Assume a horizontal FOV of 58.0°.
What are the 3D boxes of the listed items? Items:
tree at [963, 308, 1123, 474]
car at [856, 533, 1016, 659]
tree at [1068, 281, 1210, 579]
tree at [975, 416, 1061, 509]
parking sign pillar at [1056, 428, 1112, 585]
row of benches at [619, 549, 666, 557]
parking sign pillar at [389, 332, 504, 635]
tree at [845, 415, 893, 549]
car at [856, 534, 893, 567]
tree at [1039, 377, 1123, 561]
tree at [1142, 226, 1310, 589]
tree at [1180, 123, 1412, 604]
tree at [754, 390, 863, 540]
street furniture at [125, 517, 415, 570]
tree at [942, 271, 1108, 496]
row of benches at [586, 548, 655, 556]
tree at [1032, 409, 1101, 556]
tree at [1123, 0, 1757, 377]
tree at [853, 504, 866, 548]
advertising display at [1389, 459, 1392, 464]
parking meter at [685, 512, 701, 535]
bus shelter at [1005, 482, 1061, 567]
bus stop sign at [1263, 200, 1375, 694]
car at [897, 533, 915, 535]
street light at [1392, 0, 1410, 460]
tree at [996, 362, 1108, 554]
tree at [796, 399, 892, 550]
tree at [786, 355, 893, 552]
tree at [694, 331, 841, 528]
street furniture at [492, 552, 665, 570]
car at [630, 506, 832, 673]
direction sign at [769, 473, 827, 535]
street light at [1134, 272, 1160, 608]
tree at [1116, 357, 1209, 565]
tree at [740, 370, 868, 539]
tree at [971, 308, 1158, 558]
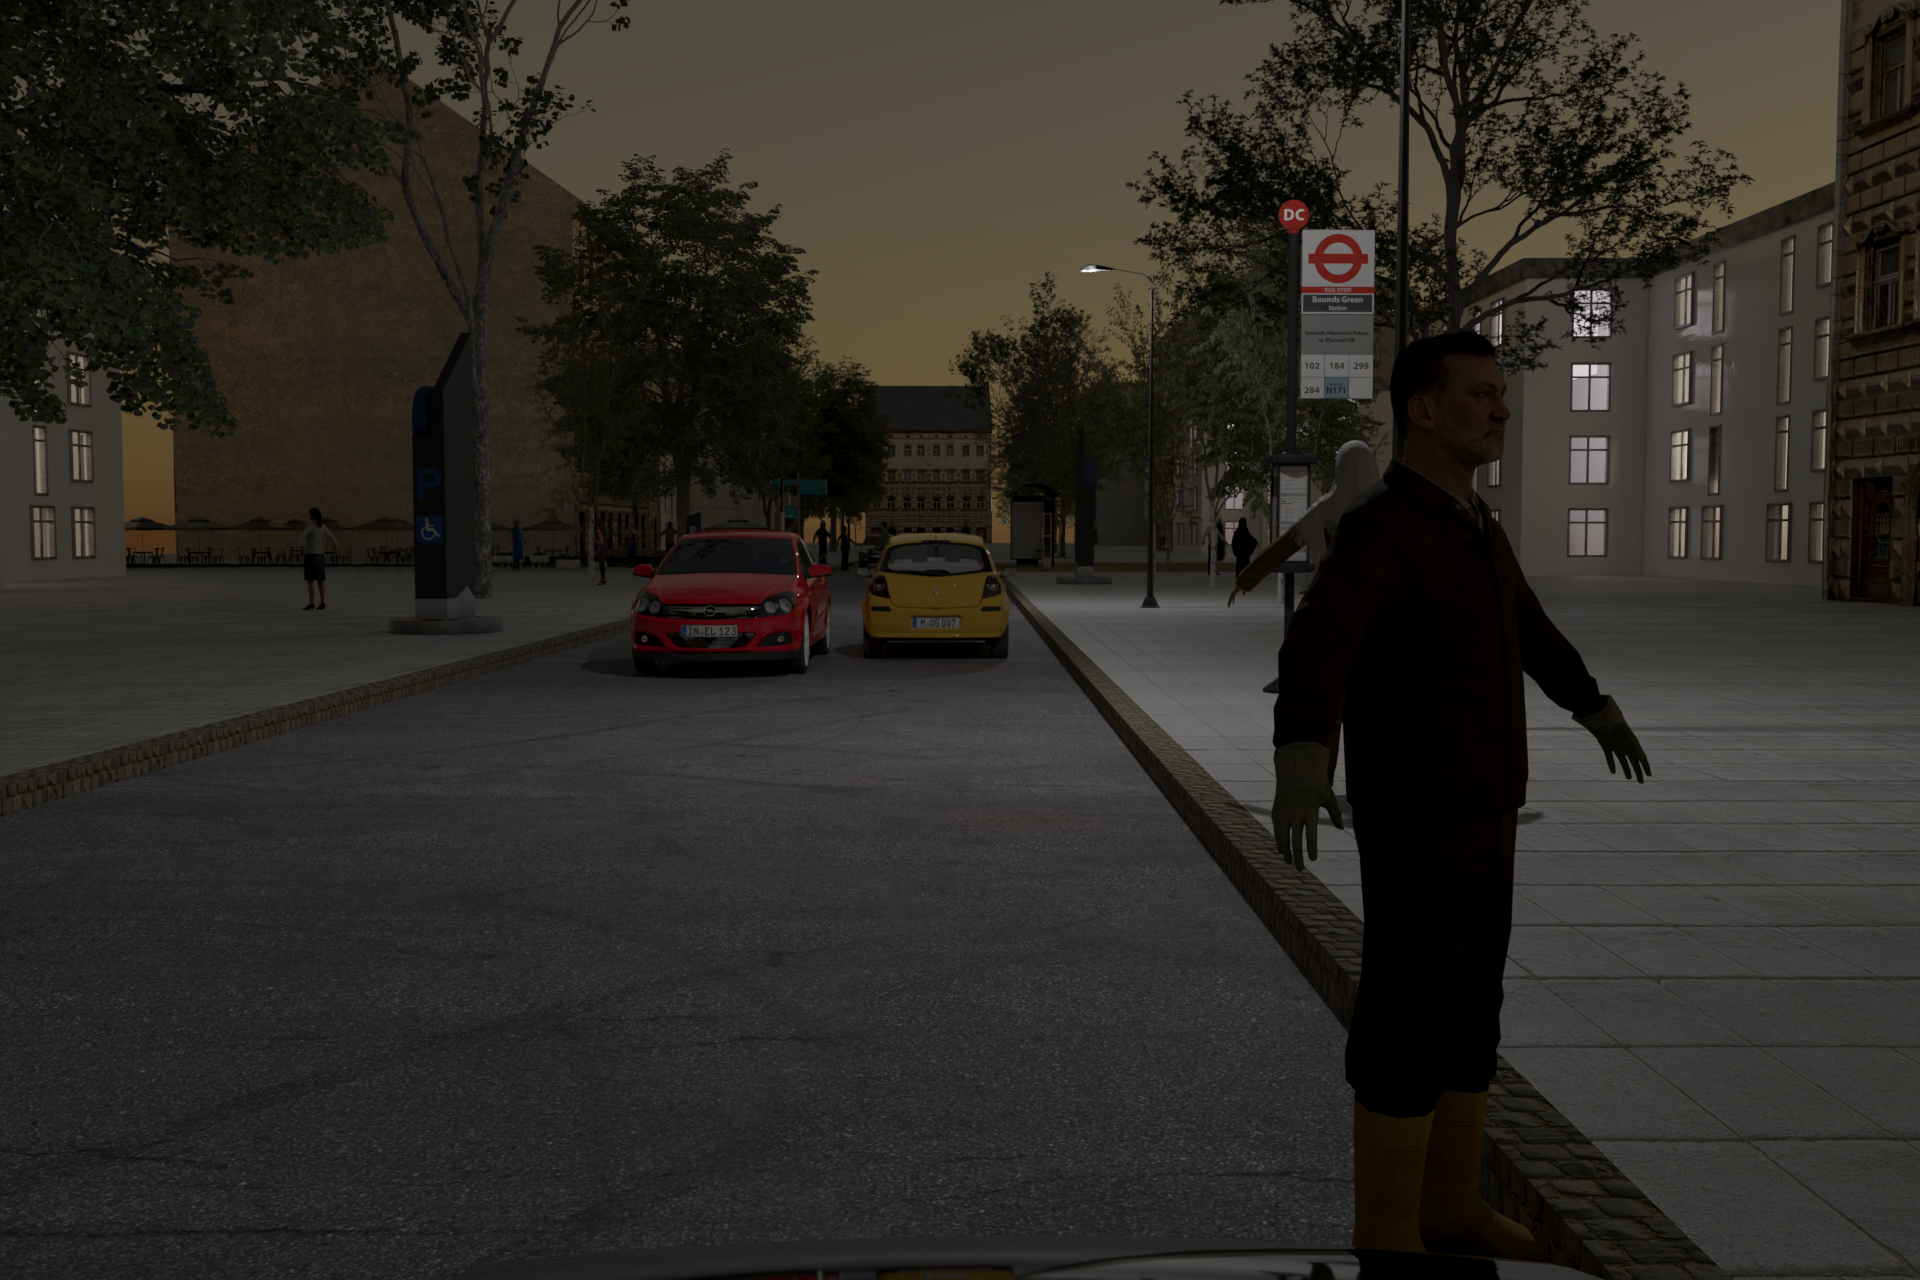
[{"bbox_3d":[6.864,-17.642,144.342,12.611,20.169,13.585,0,3,0],"label":"tree"},{"bbox_3d":[-0.295,-0.682,21.370,2.015,1.641,3.980,0,4,-1],"label":"car"},{"bbox_3d":[5.363,-6.074,49.680,4.737,8.622,4.395,0,3,0],"label":"tree"},{"bbox_3d":[6.396,-15.374,161.742,12.009,13.543,11.850,0,3,0],"label":"tree"},{"bbox_3d":[3.212,-3.435,44.630,1.447,3.967,1.447,0,4,0],"label":"parking sign pillar"},{"bbox_3d":[-12.553,-3.548,73.465,4.104,0.672,1.422,-2,4,-26],"label":"row of benches"},{"bbox_3d":[-6.734,-2.087,22.601,1.447,3.967,1.447,0,4,0],"label":"parking sign pillar"},{"bbox_3d":[-9.394,-13.456,145.768,9.928,11.665,9.643,0,3,0],"label":"tree"},{"bbox_3d":[-3.528,-4.068,76.302,2.009,1.686,4.222,0,3,0],"label":"car"},{"bbox_3d":[5.581,-8.069,82.294,4.737,8.622,4.395,0,3,0],"label":"tree"},{"bbox_3d":[6.053,-5.494,40.196,4.737,8.622,4.395,0,3,0],"label":"tree"},{"bbox_3d":[5.892,-4.970,31.619,4.360,8.622,3.978,0,3,0],"label":"tree"},{"bbox_3d":[-9.617,-10.647,108.487,7.601,10.594,8.767,-1,4,-16],"label":"tree"},{"bbox_3d":[-33.457,-3.731,66.038,27.439,1.986,14.083,1,4,14],"label":"street furniture"},{"bbox_3d":[5.090,-16.617,127.584,12.611,20.169,13.585,0,3,0],"label":"tree"},{"bbox_3d":[-14.795,-3.745,76.696,1.422,0.672,4.104,3,4,36],"label":"row of benches"},{"bbox_3d":[6.098,-9.361,103.406,4.737,8.622,4.395,0,3,0],"label":"tree"},{"bbox_3d":[5.449,-5.266,20.519,7.601,10.594,8.767,-1,4,-17],"label":"tree"},{"bbox_3d":[-9.336,-12.673,157.562,4.360,8.622,3.978,0,3,0],"label":"tree"},{"bbox_3d":[3.749,-0.567,14.485,0.123,1.923,0.974,0,4,0],"label":"advertising display"},{"bbox_3d":[-7.181,-2.505,46.661,0.399,1.863,0.255,0,4,-1],"label":"parking meter"},{"bbox_3d":[2.894,-4.638,69.757,2.014,3.302,5.546,0,4,0],"label":"bus shelter"},{"bbox_3d":[2.885,-1.544,13.940,0.855,3.939,0.416,0,3,0],"label":"bus stop sign"},{"bbox_3d":[-2.971,-5.493,98.856,2.155,1.783,4.494,0,4,0],"label":"car"},{"bbox_3d":[3.404,-2.365,11.209,1.470,5.913,1.316,0,3,0],"label":"street light"},{"bbox_3d":[6.146,-11.938,113.309,7.486,12.596,7.792,0,3,0],"label":"tree"},{"bbox_3d":[-9.283,-13.327,136.029,7.486,12.596,7.792,0,3,0],"label":"tree"},{"bbox_3d":[-9.221,-13.358,125.061,9.857,13.997,8.962,0,3,0],"label":"tree"},{"bbox_3d":[-9.821,-9.937,88.224,9.928,11.665,9.643,0,3,0],"label":"tree"},{"bbox_3d":[-12.716,-3.024,65.063,10.072,0.657,5.734,0,4,-6],"label":"street furniture"},{"bbox_3d":[-2.448,-0.618,19.140,2.155,1.783,4.494,0,4,0],"label":"car"},{"bbox_3d":[-7.034,-5.343,76.127,2.525,3.948,1.411,0,4,1],"label":"direction sign"},{"bbox_3d":[3.853,-3.513,29.985,1.470,5.913,1.316,0,4,0],"label":"street light"},{"bbox_3d":[8.726,-7.410,71.523,4.360,8.622,3.978,0,3,0],"label":"tree"},{"bbox_3d":[-9.254,-10.077,99.168,8.767,10.594,7.601,0,4,5],"label":"tree"},{"bbox_3d":[5.683,-11.188,93.288,12.009,13.543,11.850,0,3,0],"label":"tree"}]
